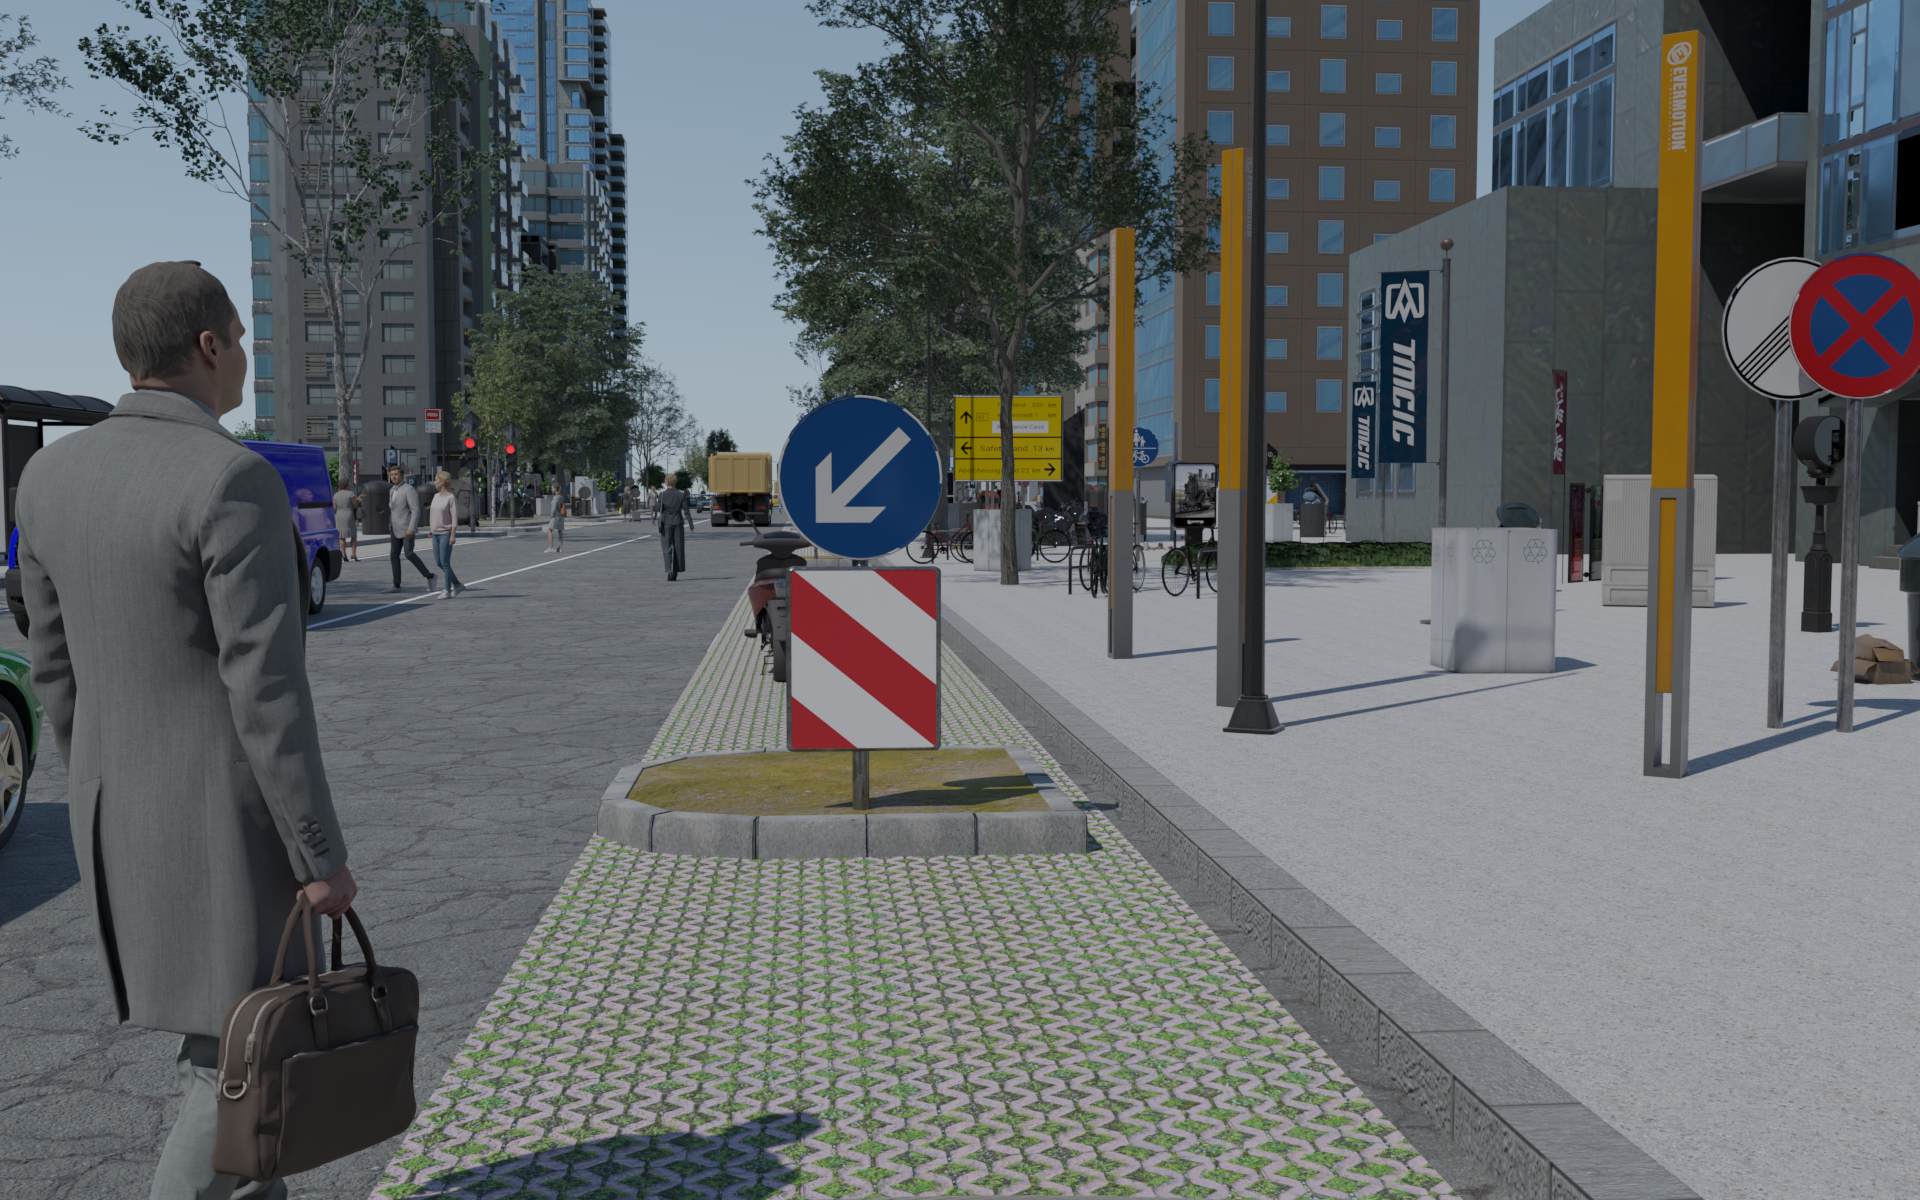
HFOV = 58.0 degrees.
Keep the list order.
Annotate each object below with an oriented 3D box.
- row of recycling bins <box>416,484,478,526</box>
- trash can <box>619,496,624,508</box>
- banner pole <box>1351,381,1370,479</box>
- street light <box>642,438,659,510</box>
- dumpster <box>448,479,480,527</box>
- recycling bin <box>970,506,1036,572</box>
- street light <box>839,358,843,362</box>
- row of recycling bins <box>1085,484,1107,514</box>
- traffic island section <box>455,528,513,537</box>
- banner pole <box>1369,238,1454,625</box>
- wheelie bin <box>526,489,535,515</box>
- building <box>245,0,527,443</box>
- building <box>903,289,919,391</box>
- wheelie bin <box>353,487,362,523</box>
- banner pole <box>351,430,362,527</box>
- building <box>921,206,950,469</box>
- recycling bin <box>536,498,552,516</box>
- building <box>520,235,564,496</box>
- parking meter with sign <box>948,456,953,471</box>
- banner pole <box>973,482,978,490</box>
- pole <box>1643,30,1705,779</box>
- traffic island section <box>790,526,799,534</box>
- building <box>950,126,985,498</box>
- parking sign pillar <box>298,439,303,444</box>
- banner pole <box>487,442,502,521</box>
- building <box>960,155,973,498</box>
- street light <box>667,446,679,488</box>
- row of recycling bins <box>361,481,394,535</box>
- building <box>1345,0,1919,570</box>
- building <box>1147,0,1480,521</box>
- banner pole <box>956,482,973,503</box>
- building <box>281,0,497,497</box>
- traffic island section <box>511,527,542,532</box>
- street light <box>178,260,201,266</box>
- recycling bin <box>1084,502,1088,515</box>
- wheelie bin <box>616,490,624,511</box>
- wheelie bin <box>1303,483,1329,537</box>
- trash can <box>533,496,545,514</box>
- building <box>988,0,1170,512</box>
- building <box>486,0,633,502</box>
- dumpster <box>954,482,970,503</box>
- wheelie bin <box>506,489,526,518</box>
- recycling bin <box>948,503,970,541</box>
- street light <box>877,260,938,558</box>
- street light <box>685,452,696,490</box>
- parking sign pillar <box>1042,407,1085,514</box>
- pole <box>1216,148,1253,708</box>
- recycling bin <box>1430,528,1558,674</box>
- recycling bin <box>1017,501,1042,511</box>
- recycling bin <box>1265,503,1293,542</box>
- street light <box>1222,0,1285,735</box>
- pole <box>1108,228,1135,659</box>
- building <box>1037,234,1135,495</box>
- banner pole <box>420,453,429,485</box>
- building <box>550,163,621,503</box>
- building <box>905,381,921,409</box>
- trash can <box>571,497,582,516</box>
[{"bbox_3d":[-20.897,-3.874,70.456,1.069,1.692,3.534,1,4,18],"label":"row of recycling bins"},{"bbox_3d":[-24.626,-7.053,126.963,0.748,1.137,0.748,0,3,0],"label":"trash can"},{"bbox_3d":[8.038,-2.679,33.824,0.863,3.779,0.401,2,4,26],"label":"banner pole"},{"bbox_3d":[-25.375,-10.378,142.215,1.470,5.913,1.316,0,4,-5],"label":"street light"},{"bbox_3d":[-19.424,-3.765,67.315,1.264,1.857,1.865,0,4,-5],"label":"dumpster"},{"bbox_3d":[0.712,-1.002,28.930,0.722,1.027,0.722,3,5,40],"label":"recycling bin"},{"bbox_3d":[-3.501,-5.313,59.405,1.470,5.913,1.316,0,4,-5],"label":"street light"},{"bbox_3d":[5.426,-3.906,70.970,1.069,1.692,3.534,-3,4,-37],"label":"row of recycling bins"},{"bbox_3d":[-16.432,-2.208,58.378,2.009,0.180,2.903,0,4,-5],"label":"traffic island section"},{"bbox_3d":[4.539,-1.657,17.104,0.863,3.779,0.401,1,4,21],"label":"banner pole"},{"bbox_3d":[-26.833,-6.112,107.837,0.693,1.594,0.980,2,4,29],"label":"wheelie bin"},{"bbox_3d":[-54.298,-33.510,167.493,23.786,49.044,30.456,0,4,-5],"label":"building"},{"bbox_3d":[-2.864,-37.419,295.399,14.154,41.232,14.086,0,4,-5],"label":"building"},{"bbox_3d":[-27.102,-4.286,77.986,0.980,1.594,0.693,2,4,35],"label":"wheelie bin"},{"bbox_3d":[-23.711,-4.741,67.528,0.863,3.779,0.401,1,4,20],"label":"banner pole"},{"bbox_3d":[1.721,-36.758,251.108,14.600,45.320,14.200,0,4,-5],"label":"building"},{"bbox_3d":[-24.608,-5.497,102.429,0.722,1.027,0.722,-2,4,-31],"label":"recycling bin"},{"bbox_3d":[-51.851,-25.655,191.152,14.160,30.474,14.107,0,4,-5],"label":"building"},{"bbox_3d":[-0.464,-5.145,80.387,0.543,3.016,1.738,-1,4,-13],"label":"parking meter with sign"},{"bbox_3d":[0.764,-6.210,91.551,0.401,3.779,0.863,-3,5,-40],"label":"banner pole"},{"bbox_3d":[3.217,-0.854,7.799,0.158,3.312,0.155,0,3,0],"label":"pole"},{"bbox_3d":[-5.602,-2.757,67.360,2.009,0.180,2.903,0,4,-5],"label":"traffic island section"},{"bbox_3d":[5.745,-31.502,198.655,14.154,41.232,14.086,0,4,-5],"label":"building"},{"bbox_3d":[-32.178,-5.918,85.238,1.447,3.967,1.447,-1,4,-10],"label":"parking sign pillar"},{"bbox_3d":[-22.416,-5.714,83.433,0.401,3.779,0.863,3,5,44],"label":"banner pole"},{"bbox_3d":[7.539,-32.654,184.002,14.600,45.320,14.200,0,4,-5],"label":"building"},{"bbox_3d":[-27.727,-11.924,167.497,1.470,5.913,1.316,0,4,-5],"label":"street light"},{"bbox_3d":[-18.656,-2.973,55.727,1.069,1.692,3.534,-1,4,-15],"label":"row of recycling bins"},{"bbox_3d":[22.963,-43.870,29.954,22.319,86.520,31.000,0,4,-5],"label":"building"},{"bbox_3d":[16.959,-26.808,88.415,14.200,45.320,14.600,0,4,-5],"label":"building"},{"bbox_3d":[0.005,-4.291,60.169,0.401,3.779,0.863,-1,4,-21],"label":"banner pole"},{"bbox_3d":[-47.715,-28.282,146.002,14.154,41.232,14.086,0,4,-5],"label":"building"},{"bbox_3d":[-17.147,-2.694,66.331,2.009,0.180,2.903,0,4,-5],"label":"traffic island section"},{"bbox_3d":[-15.750,-3.787,34.465,1.470,5.913,1.316,0,4,-5],"label":"street light"},{"bbox_3d":[3.796,-2.707,56.808,0.722,1.027,0.722,1,4,9],"label":"recycling bin"},{"bbox_3d":[-25.859,-7.611,132.347,0.693,1.594,0.980,-3,4,-36],"label":"wheelie bin"},{"bbox_3d":[10.594,-2.672,51.596,0.693,1.594,0.980,1,4,20],"label":"wheelie bin"},{"bbox_3d":[-25.588,-5.730,105.346,0.748,1.137,0.748,0,3,0],"label":"trash can"},{"bbox_3d":[9.830,-30.914,155.559,14.600,45.320,14.200,0,4,-5],"label":"building"},{"bbox_3d":[-64.127,-59.140,279.604,22.319,86.520,31.000,0,4,-5],"label":"building"},{"bbox_3d":[-0.234,-4.049,71.957,1.264,1.857,1.865,0,4,-5],"label":"dumpster"},{"bbox_3d":[-23.612,-5.123,91.664,0.693,1.594,0.980,-2,4,-33],"label":"wheelie bin"},{"bbox_3d":[0.104,-2.137,47.499,0.722,1.027,0.722,2,4,30],"label":"recycling bin"},{"bbox_3d":[-1.161,-3.793,34.564,1.470,5.913,1.316,0,4,-5],"label":"street light"},{"bbox_3d":[-29.966,-13.463,192.666,1.470,5.913,1.316,0,4,-5],"label":"street light"},{"bbox_3d":[3.227,-4.010,54.037,1.447,3.967,1.447,0,4,0],"label":"parking sign pillar"},{"bbox_3d":[1.659,-1.011,10.380,0.158,3.312,0.155,0,3,0],"label":"pole"},{"bbox_3d":[3.900,-0.008,12.693,0.722,1.027,0.722,0,4,-1],"label":"recycling bin"},{"bbox_3d":[2.525,-2.846,59.081,0.722,1.027,0.722,3,5,41],"label":"recycling bin"},{"bbox_3d":[8.414,-2.065,46.314,0.722,1.027,0.722,-2,4,-27],"label":"recycling bin"},{"bbox_3d":[1.054,-2.240,9.173,1.470,5.913,1.316,0,4,-5],"label":"street light"},{"bbox_3d":[1.250,-1.198,13.434,0.158,3.312,0.155,0,3,0],"label":"pole"},{"bbox_3d":[21.458,-17.478,130.808,27.650,21.520,28.899,0,4,-5],"label":"building"},{"bbox_3d":[-32.294,-7.009,104.618,0.401,3.779,0.863,2,4,28],"label":"banner pole"},{"bbox_3d":[-62.211,-38.564,250.125,23.786,49.044,30.456,0,4,-5],"label":"building"},{"bbox_3d":[5.907,-26.312,275.248,27.650,21.520,28.899,0,4,-5],"label":"building"},{"bbox_3d":[-22.383,-5.470,101.083,0.748,1.137,0.748,0,3,0],"label":"trash can"}]
